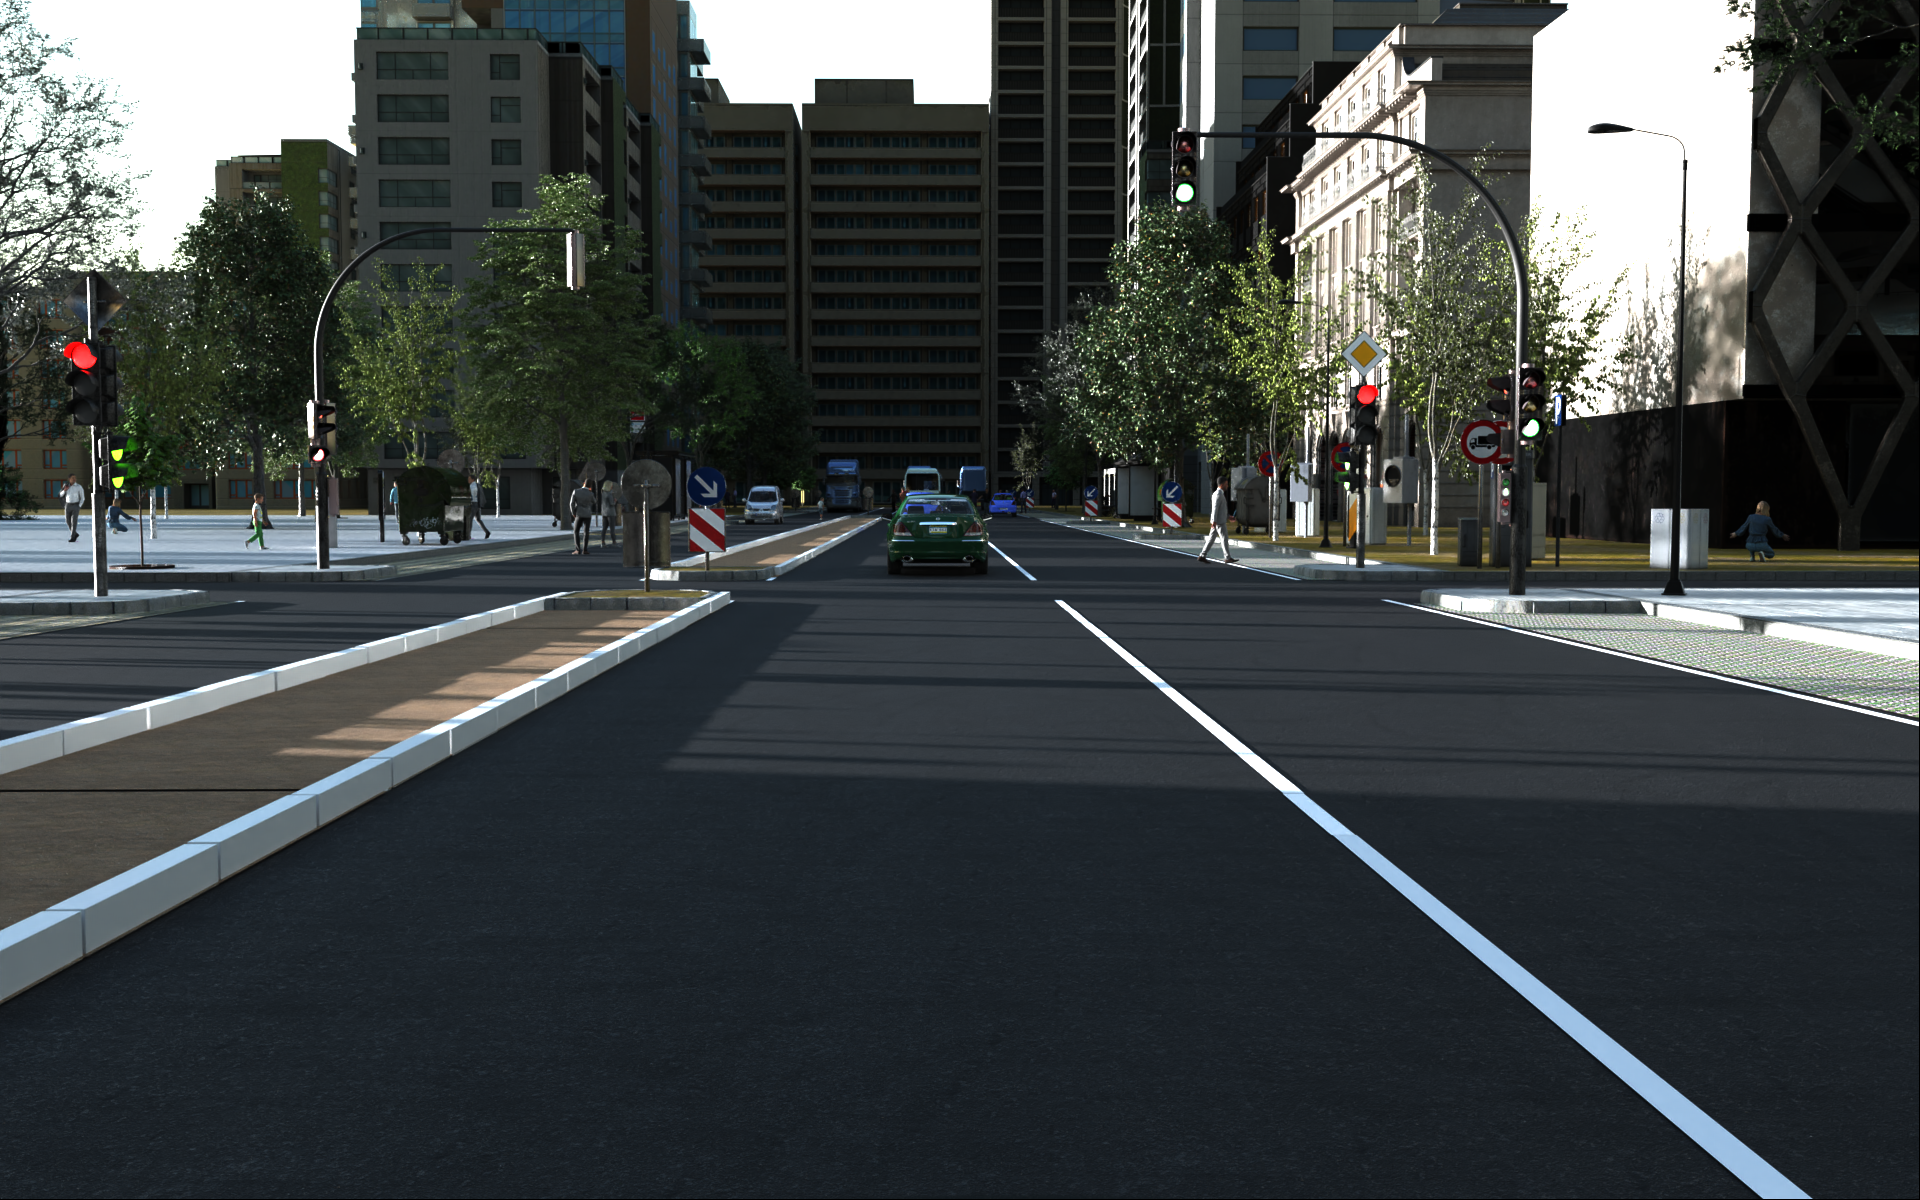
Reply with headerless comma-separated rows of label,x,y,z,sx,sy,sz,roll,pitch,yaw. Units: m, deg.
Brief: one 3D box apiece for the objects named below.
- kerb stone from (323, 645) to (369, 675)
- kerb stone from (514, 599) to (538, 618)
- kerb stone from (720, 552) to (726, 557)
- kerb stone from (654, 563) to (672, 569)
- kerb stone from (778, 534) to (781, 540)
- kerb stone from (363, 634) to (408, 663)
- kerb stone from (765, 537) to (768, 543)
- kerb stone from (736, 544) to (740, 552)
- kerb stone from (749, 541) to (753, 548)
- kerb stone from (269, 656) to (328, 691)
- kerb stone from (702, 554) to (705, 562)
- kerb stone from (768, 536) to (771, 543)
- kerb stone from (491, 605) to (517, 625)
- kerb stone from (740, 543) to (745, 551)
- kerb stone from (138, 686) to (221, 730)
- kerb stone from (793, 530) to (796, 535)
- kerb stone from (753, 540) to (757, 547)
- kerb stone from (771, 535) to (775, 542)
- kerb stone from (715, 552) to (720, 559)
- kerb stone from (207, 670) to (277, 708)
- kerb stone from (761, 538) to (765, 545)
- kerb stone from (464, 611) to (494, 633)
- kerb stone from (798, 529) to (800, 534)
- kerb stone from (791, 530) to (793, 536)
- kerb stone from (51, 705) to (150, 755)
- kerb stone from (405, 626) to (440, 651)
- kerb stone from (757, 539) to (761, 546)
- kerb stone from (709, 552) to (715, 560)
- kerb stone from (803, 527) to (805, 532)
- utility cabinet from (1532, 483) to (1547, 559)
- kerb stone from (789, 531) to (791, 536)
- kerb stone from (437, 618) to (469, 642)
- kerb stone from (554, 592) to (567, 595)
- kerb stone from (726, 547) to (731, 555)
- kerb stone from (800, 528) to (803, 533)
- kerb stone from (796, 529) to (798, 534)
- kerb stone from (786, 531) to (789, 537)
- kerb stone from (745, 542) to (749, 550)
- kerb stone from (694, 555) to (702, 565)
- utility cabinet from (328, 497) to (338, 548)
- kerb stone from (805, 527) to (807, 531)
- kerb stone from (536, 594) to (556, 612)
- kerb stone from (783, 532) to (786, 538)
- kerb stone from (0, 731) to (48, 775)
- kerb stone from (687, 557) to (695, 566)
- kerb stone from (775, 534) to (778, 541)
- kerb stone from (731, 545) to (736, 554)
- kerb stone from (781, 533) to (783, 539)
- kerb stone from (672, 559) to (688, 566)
kerb stone,-5.029,0.507,14.034,0.120,0.150,1.000,0,4,-1
kerb stone,-5.127,0.124,20.197,0.120,0.150,1.000,0,4,-1
kerb stone,-5.470,-1.035,39.113,0.120,0.150,1.000,0,4,-1
kerb stone,-5.321,-0.533,30.918,0.120,0.150,1.000,0,4,-1
kerb stone,-5.721,-1.914,53.485,0.120,0.150,1.000,0,4,-1
kerb stone,-5.036,0.437,15.058,0.120,0.150,1.000,0,4,-1
kerb stone,-5.653,-1.660,49.376,0.120,0.150,1.000,0,4,-1
kerb stone,-5.526,-1.223,42.191,0.120,0.150,1.000,0,4,-1
kerb stone,-5.583,-1.410,45.276,0.120,0.150,1.000,0,4,-1
kerb stone,-4.999,0.562,13.005,0.120,0.150,1.000,0,4,-1
kerb stone,-5.417,-0.847,36.042,0.120,0.150,1.000,0,4,-1
kerb stone,-5.672,-1.726,50.411,0.120,0.150,1.000,0,4,-1
kerb stone,-5.111,0.187,19.171,0.120,0.150,1.000,0,4,-1
kerb stone,-5.546,-1.286,43.215,0.120,0.150,1.000,0,4,-1
kerb stone,-4.957,0.687,10.956,0.120,0.150,1.000,0,4,-1
kerb stone,-5.837,-2.291,59.648,0.120,0.150,1.000,0,4,-1
kerb stone,-5.598,-1.474,46.298,0.120,0.150,1.000,0,4,-1
kerb stone,-5.685,-1.788,51.435,0.120,0.150,1.000,0,4,-1
kerb stone,-5.447,-0.972,38.088,0.120,0.150,1.000,0,4,-1
kerb stone,-4.988,0.625,11.977,0.120,0.150,1.000,0,4,-1
kerb stone,-5.626,-1.599,48.346,0.120,0.150,1.000,0,4,-1
kerb stone,-5.097,0.248,18.145,0.120,0.150,1.000,0,4,-1
kerb stone,-5.873,-2.416,61.693,0.120,0.150,1.000,0,4,-1
kerb stone,-5.824,-2.228,58.622,0.120,0.150,1.000,0,4,-1
kerb stone,-4.949,0.752,9.934,0.120,0.150,1.000,0,4,-1
kerb stone,-5.054,0.375,16.085,0.120,0.150,1.000,0,4,-1
kerb stone,-5.609,-1.537,47.321,0.120,0.150,1.000,0,4,-1
kerb stone,-5.428,-0.909,37.064,0.120,0.150,1.000,0,4,-1
kerb stone,-5.904,-2.539,63.741,0.120,0.150,1.000,0,4,-1
utility cabinet,11.046,-1.538,33.833,0.318,1.500,1.173,3,5,42
kerb stone,-5.798,-2.165,57.599,0.120,0.150,1.000,0,4,-1
kerb stone,-5.075,0.317,17.117,0.120,0.150,1.000,0,4,-1
kerb stone,-5.164,0.005,22.243,0.120,0.150,1.000,0,4,-1
kerb stone,-5.488,-1.097,40.137,0.120,0.150,1.000,0,4,-1
kerb stone,-5.890,-2.479,62.719,0.120,0.150,1.000,0,4,-1
kerb stone,-5.847,-2.353,60.671,0.120,0.150,1.000,0,4,-1
kerb stone,-5.776,-2.102,56.566,0.120,0.150,1.000,0,4,-1
kerb stone,-5.560,-1.348,44.238,0.120,0.150,1.000,0,4,-1
kerb stone,-5.400,-0.782,35.020,0.120,0.150,1.000,0,4,-1
utility cabinet,-15.188,-1.859,41.557,0.306,1.237,1.020,-2,4,-31
kerb stone,-5.920,-2.604,64.763,0.120,0.150,1.000,0,4,-1
kerb stone,-5.151,0.062,21.221,0.120,0.150,1.000,0,4,-1
kerb stone,-5.756,-2.035,55.532,0.120,0.150,1.000,0,4,-1
kerb stone,-4.926,0.812,8.912,0.120,0.150,1.000,0,4,-1
kerb stone,-5.369,-0.713,33.991,0.120,0.150,1.000,0,4,-1
kerb stone,-5.709,-1.851,52.461,0.120,0.150,1.000,0,4,-1
kerb stone,-5.500,-1.160,41.164,0.120,0.150,1.000,0,4,-1
kerb stone,-5.741,-1.973,54.509,0.120,0.150,1.000,0,4,-1
kerb stone,-5.358,-0.655,32.963,0.120,0.150,1.000,0,4,-1
